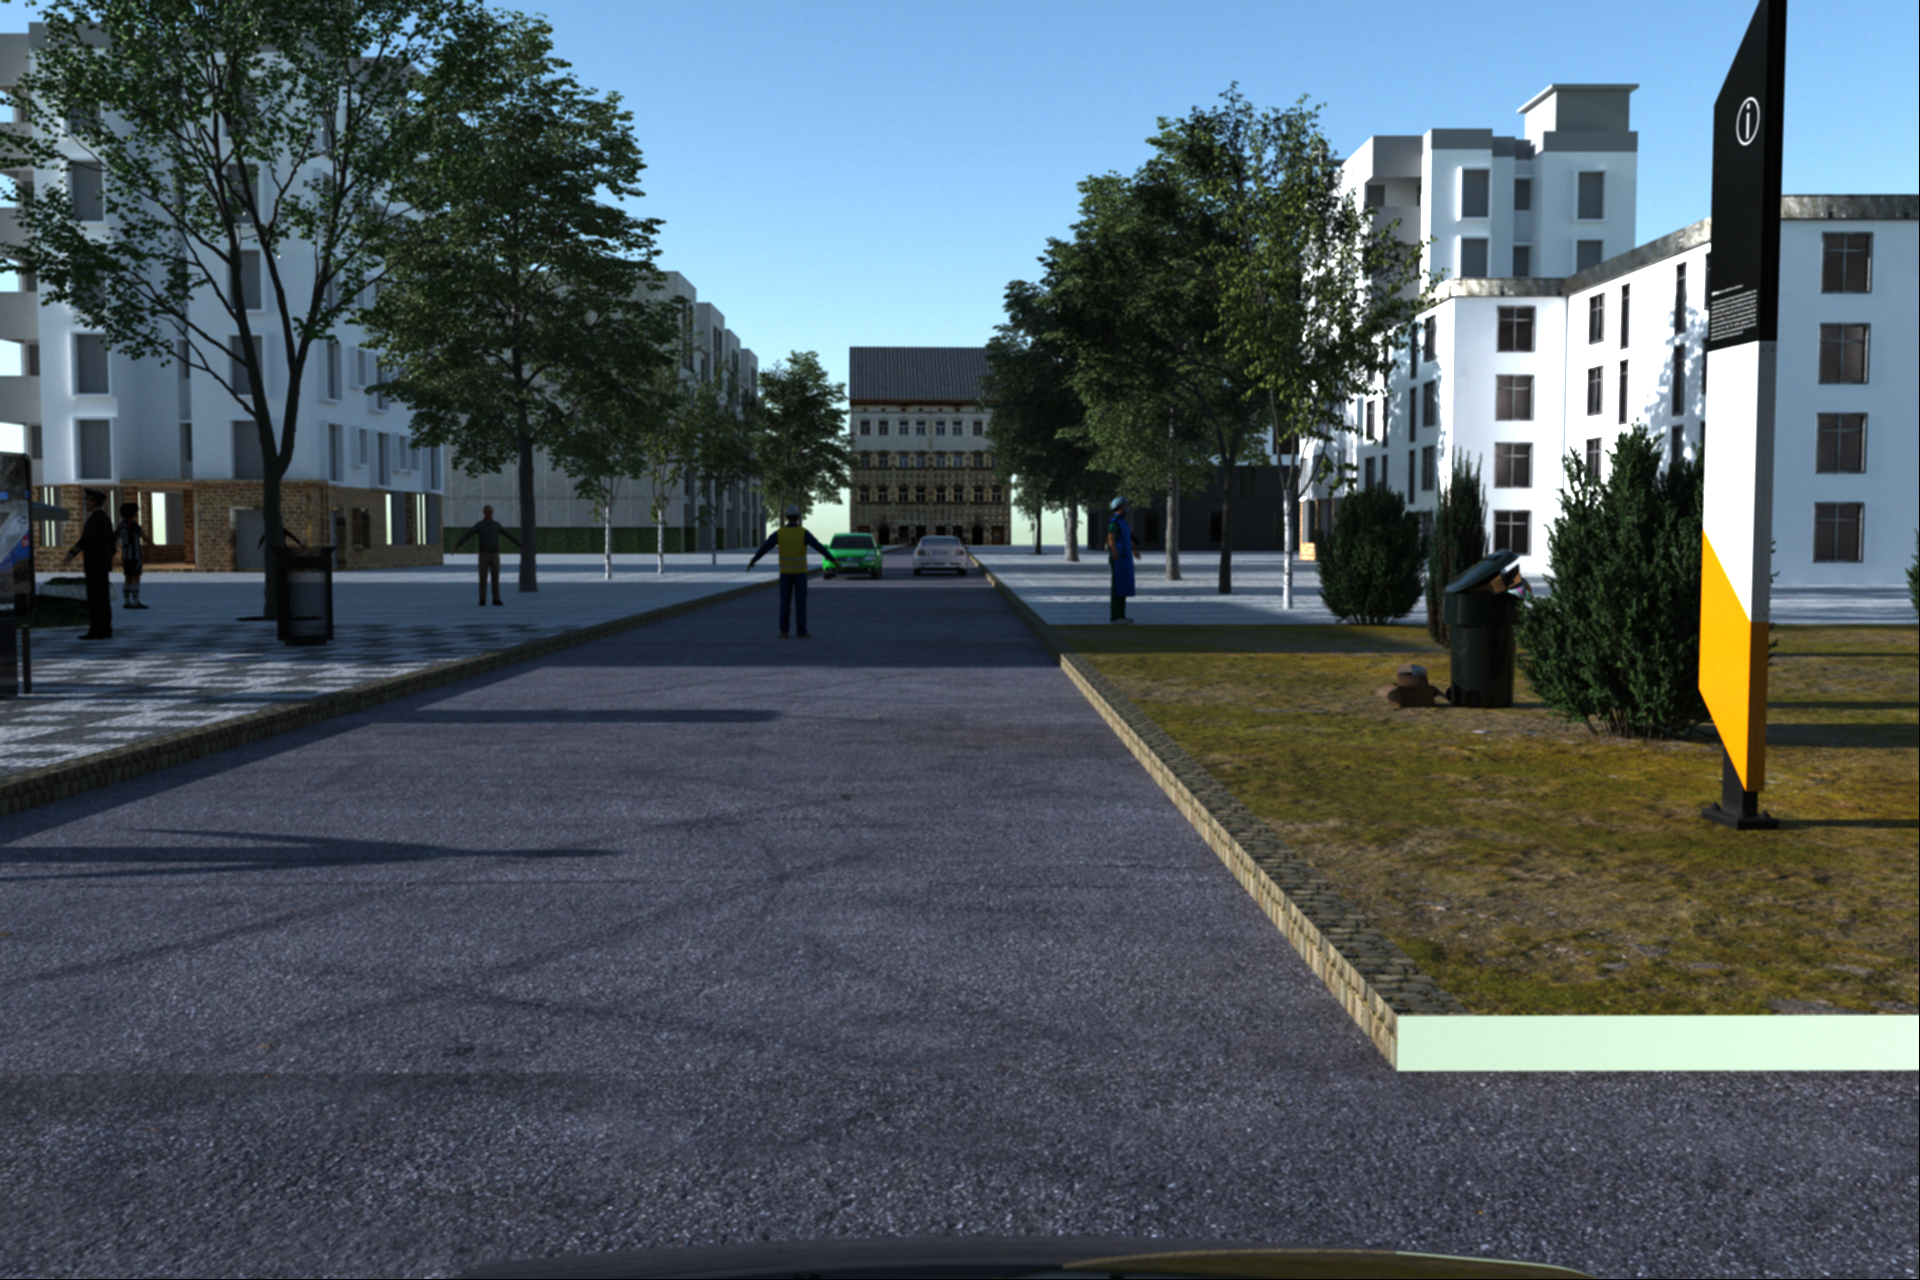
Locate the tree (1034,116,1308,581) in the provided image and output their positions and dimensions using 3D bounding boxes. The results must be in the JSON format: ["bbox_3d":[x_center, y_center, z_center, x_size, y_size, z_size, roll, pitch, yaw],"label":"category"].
[{"bbox_3d":[5.915,-7.893,47.180,7.486,12.596,7.792,0,3,0],"label":"tree"}]

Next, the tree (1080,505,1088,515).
[{"bbox_3d":[17.158,-16.170,198.793,7.601,10.594,8.767,0,4,2],"label":"tree"}]

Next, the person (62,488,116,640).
[{"bbox_3d":[-10.595,-0.934,21.207,0.705,1.837,1.347,0,4,-5],"label":"person"}]

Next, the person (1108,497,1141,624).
[{"bbox_3d":[2.322,-1.141,24.785,0.704,1.817,1.347,1,4,20],"label":"person"}]

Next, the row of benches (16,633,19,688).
[{"bbox_3d":[-9.753,0.046,14.712,4.104,0.672,1.422,1,4,18],"label":"row of benches"}]

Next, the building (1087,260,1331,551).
[{"bbox_3d":[24.486,-18.432,145.345,27.936,21.610,32.646,0,3,0],"label":"building"}]

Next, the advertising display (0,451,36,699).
[{"bbox_3d":[-7.509,-0.505,13.474,0.123,1.923,0.974,0,4,0],"label":"advertising display"}]

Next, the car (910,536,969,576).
[{"bbox_3d":[-0.721,-2.971,60.934,2.083,1.381,4.827,0,4,-2],"label":"car"}]

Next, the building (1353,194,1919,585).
[{"bbox_3d":[20.600,-7.024,56.997,9.099,9.664,28.070,0,3,0],"label":"building"}]

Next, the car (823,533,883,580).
[{"bbox_3d":[-3.444,-2.875,55.805,1.959,1.807,4.718,0,4,-1],"label":"car"}]

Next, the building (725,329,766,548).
[{"bbox_3d":[-28.437,-18.267,165.118,16.747,18.905,31.486,0,4,-1],"label":"building"}]

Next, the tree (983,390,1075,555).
[{"bbox_3d":[4.929,-11.073,106.804,9.928,11.665,9.643,0,3,0],"label":"tree"}]

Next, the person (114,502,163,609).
[{"bbox_3d":[-14.166,-1.439,29.678,1.345,1.843,0.704,2,4,31],"label":"person"}]

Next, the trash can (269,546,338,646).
[{"bbox_3d":[-7.548,-0.507,19.948,0.748,1.137,0.748,0,3,0],"label":"trash can"}]

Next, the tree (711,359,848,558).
[{"bbox_3d":[-9.857,-9.720,93.340,8.767,10.594,7.601,1,4,20],"label":"tree"}]

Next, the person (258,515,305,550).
[{"bbox_3d":[-15.840,-2.060,40.406,1.216,1.740,0.721,1,4,11],"label":"person"}]

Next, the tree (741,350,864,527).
[{"bbox_3d":[-9.810,-11.539,106.792,7.486,12.596,7.792,0,3,0],"label":"tree"}]

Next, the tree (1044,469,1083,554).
[{"bbox_3d":[6.023,-8.857,95.173,4.360,8.622,3.978,0,3,0],"label":"tree"}]

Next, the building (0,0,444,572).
[{"bbox_3d":[-26.511,-12.416,59.426,16.016,20.090,11.380,0,4,-1],"label":"building"}]

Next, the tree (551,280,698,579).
[{"bbox_3d":[-10.145,-6.017,48.735,4.360,8.622,3.978,0,3,0],"label":"tree"}]

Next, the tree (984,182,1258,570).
[{"bbox_3d":[5.843,-9.493,61.871,9.857,13.997,8.962,0,3,0],"label":"tree"}]

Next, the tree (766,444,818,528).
[{"bbox_3d":[-19.795,-17.114,197.945,7.486,12.596,7.792,0,3,0],"label":"tree"}]

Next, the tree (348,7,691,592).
[{"bbox_3d":[-10.074,-7.362,38.493,7.486,12.596,7.792,0,3,0],"label":"tree"}]

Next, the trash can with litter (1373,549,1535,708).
[{"bbox_3d":[3.664,-0.090,12.856,1.055,1.170,0.624,0,4,-2],"label":"trash can with litter"}]

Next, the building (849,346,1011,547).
[{"bbox_3d":[-3.798,-22.562,202.274,18.063,23.208,19.493,0,4,-3],"label":"building"}]

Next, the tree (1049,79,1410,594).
[{"bbox_3d":[5.534,-6.258,36.725,8.767,10.594,7.601,2,4,26],"label":"tree"}]

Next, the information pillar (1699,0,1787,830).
[{"bbox_3d":[3.450,-0.997,7.648,0.183,3.616,0.504,0,4,-2],"label":"information pillar"}]

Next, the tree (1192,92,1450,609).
[{"bbox_3d":[5.751,-4.832,29.370,4.737,8.622,4.395,0,3,0],"label":"tree"}]

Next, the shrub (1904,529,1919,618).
[{"bbox_3d":[12.323,-1.011,20.945,1.690,2.028,1.600,0,3,0],"label":"shrub"}]

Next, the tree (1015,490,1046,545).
[{"bbox_3d":[8.359,-15.327,200.957,4.737,8.622,4.395,0,3,0],"label":"tree"}]

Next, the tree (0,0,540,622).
[{"bbox_3d":[-10.154,-6.107,25.607,9.928,11.665,9.643,0,3,0],"label":"tree"}]

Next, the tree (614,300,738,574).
[{"bbox_3d":[-9.419,-6.436,55.591,4.737,8.622,4.395,0,3,0],"label":"tree"}]

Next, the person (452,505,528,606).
[{"bbox_3d":[-8.465,-1.521,31.141,1.348,1.796,0.705,-2,4,-27],"label":"person"}]

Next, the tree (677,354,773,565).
[{"bbox_3d":[-10.061,-7.426,71.778,4.737,8.622,4.395,0,3,0],"label":"tree"}]

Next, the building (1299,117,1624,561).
[{"bbox_3d":[22.062,-13.988,85.116,16.016,20.090,11.380,0,4,-1],"label":"building"}]

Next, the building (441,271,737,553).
[{"bbox_3d":[-27.394,-16.268,132.445,16.747,18.905,31.486,0,4,0],"label":"building"}]

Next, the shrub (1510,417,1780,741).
[{"bbox_3d":[4.328,-0.402,10.985,1.690,2.028,1.600,0,3,0],"label":"shrub"}]

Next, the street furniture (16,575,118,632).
[{"bbox_3d":[-16.952,-0.508,23.939,10.072,0.657,5.734,-1,4,-10],"label":"street furniture"}]

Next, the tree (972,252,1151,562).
[{"bbox_3d":[5.239,-10.611,80.149,9.857,13.997,8.962,0,3,0],"label":"tree"}]

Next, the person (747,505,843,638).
[{"bbox_3d":[-2.310,-0.954,24.031,1.349,1.833,0.705,0,4,6],"label":"person"}]

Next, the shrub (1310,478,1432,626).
[{"bbox_3d":[5.821,-1.247,24.422,1.661,2.075,1.752,0,3,0],"label":"shrub"}]

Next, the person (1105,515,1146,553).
[{"bbox_3d":[3.452,-1.872,36.746,0.704,1.812,1.346,3,5,42],"label":"person"}]
